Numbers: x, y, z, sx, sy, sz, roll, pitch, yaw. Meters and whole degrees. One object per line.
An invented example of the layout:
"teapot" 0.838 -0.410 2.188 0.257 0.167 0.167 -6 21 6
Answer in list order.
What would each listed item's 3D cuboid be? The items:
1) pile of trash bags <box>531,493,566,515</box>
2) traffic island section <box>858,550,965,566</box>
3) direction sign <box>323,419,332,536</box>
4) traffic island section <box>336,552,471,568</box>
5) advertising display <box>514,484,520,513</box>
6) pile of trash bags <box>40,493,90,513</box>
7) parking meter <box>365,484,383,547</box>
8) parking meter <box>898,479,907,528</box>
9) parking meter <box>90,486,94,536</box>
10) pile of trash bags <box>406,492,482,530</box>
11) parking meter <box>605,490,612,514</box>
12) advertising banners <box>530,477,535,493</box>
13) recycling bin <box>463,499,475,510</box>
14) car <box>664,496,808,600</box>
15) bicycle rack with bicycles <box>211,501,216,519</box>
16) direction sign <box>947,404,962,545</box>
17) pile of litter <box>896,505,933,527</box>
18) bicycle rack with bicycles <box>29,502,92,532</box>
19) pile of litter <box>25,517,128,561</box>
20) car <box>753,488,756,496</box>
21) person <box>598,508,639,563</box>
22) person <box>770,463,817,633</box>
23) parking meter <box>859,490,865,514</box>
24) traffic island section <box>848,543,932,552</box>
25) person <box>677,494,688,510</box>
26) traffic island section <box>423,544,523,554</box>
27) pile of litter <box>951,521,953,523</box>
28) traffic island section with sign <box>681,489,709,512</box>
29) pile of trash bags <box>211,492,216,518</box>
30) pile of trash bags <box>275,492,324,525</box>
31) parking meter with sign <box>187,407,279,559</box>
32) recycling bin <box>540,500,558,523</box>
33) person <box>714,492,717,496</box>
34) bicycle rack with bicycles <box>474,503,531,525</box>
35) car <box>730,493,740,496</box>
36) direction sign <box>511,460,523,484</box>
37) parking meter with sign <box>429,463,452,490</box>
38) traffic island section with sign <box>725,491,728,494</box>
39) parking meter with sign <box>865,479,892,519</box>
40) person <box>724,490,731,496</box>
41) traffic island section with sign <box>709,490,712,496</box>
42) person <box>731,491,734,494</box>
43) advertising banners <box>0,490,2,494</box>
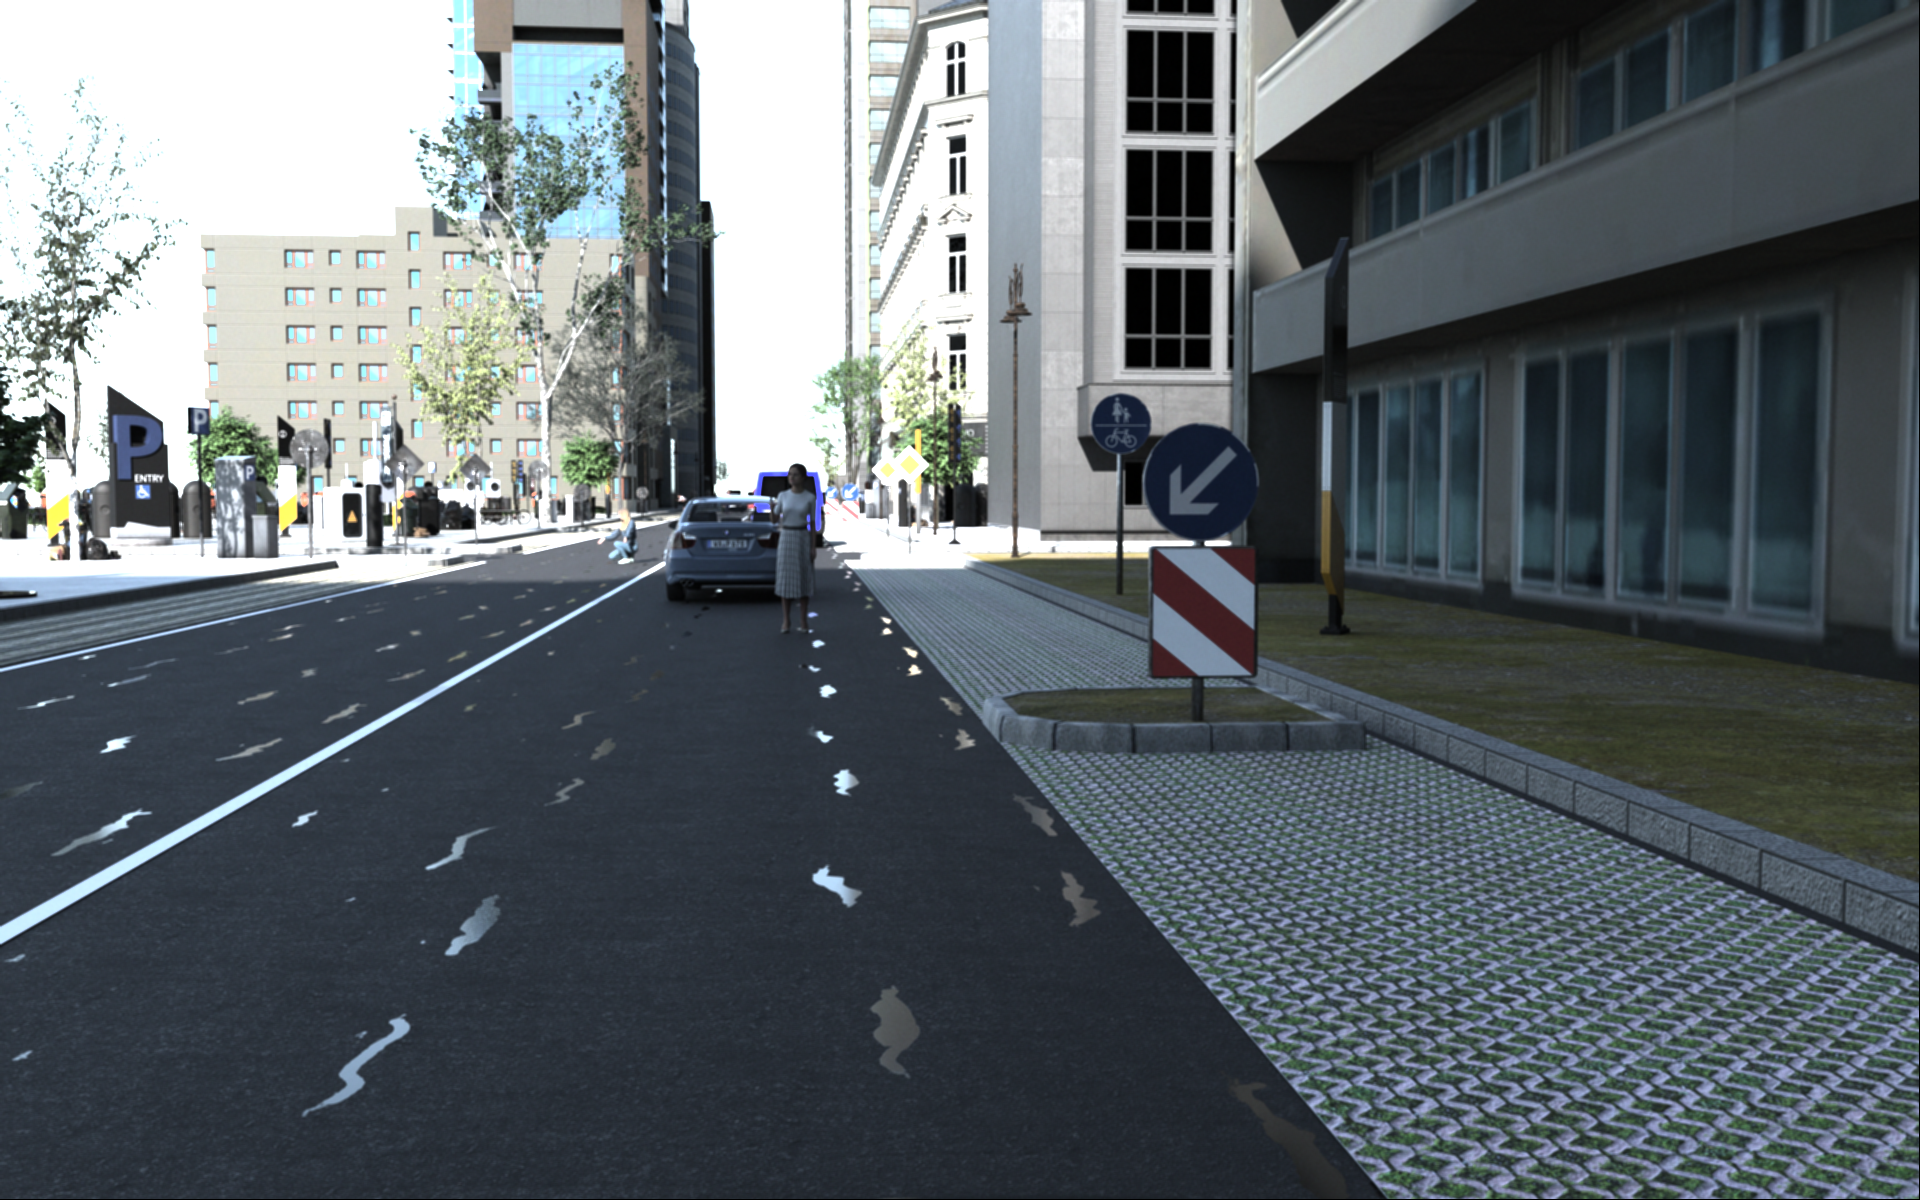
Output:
"pile of trash bags" -24.075 -5.769 104.079 3.447 1.369 1.912 -2 4 -33
"traffic island section" -1.021 -0.837 35.971 2.009 0.180 2.903 0 4 -6
"direction sign" -19.106 -3.694 52.397 0.379 3.537 0.876 -1 4 -9
"traffic island section" -11.213 -0.776 34.970 2.009 0.180 2.903 0 4 -6
"advertising display" -28.255 -6.434 110.410 0.123 1.923 0.974 0 4 0
"pile of trash bags" -51.586 -5.491 99.536 3.447 1.369 1.912 2 4 24
"parking meter" -14.169 -2.047 41.884 0.372 1.533 0.369 0 3 0
"parking meter" -2.198 -3.718 66.493 0.255 1.863 0.399 -2 4 -25
"parking meter" -26.577 -2.750 53.379 0.372 1.533 0.369 0 3 0
"pile of trash bags" -18.681 -3.171 61.601 1.912 1.369 3.447 1 4 19
"parking meter" -22.209 -6.178 109.415 0.372 1.533 0.369 0 3 0
"advertising banners" -28.169 -7.333 116.076 0.090 3.025 2.074 2 4 27
"recycling bin" -26.256 -4.895 92.580 0.722 1.027 0.722 0 4 3
"car" -3.182 -0.775 24.679 2.014 1.417 4.499 0 4 -4
"bicycle rack with bicycles" -38.614 -4.612 88.783 2.852 0.926 2.925 2 4 32
"direction sign" -0.137 -3.167 43.776 0.379 3.537 0.876 1 4 20
"pile of litter" -1.720 -3.280 67.588 1.719 0.858 1.176 -1 4 -16
"bicycle rack with bicycles" -30.472 -2.830 59.647 2.852 0.926 2.925 -1 4 -11
"pile of litter" -17.147 -1.201 33.596 1.719 0.858 1.176 0 4 -2
"car" -10.501 -5.266 94.766 2.281 1.827 5.304 0 4 -4
"person" -7.000 -1.340 35.910 0.738 1.151 1.012 -2 4 -30
"person" -1.717 -0.536 17.839 0.480 1.755 0.524 0 4 -2
"parking meter" -6.318 -6.303 111.457 0.372 1.533 0.369 0 3 0
"traffic island section" -1.809 -1.323 43.918 2.009 0.180 2.903 0 4 -6
"person" -19.500 -6.727 121.675 0.628 1.438 0.799 2 4 23
"traffic island section" -12.001 -1.262 42.916 2.009 0.180 2.903 0 4 -6
"pile of litter" 0.194 -3.629 73.292 1.176 0.858 1.719 1 4 11
"traffic island section with sign" -21.849 -8.165 142.120 1.989 1.847 2.006 0 4 -6
"pile of trash bags" -39.310 -5.188 94.576 3.447 1.369 1.912 -3 4 -36
"pile of trash bags" -27.805 -3.893 73.398 3.447 1.369 1.912 3 5 41
"parking meter with sign" -14.454 -2.342 34.549 1.738 3.016 0.543 1 4 15
"recycling bin" -18.324 -3.943 77.024 0.722 1.027 0.722 0 4 -3
"person" -26.098 -10.735 184.931 0.530 1.710 0.541 1 4 18
"bicycle rack with bicycles" -19.445 -3.569 71.739 2.925 0.926 2.852 0 4 -3
"car" -17.726 -7.653 134.904 2.009 1.686 4.222 0 4 -7
"direction sign" -29.610 -7.576 115.857 0.876 3.537 0.379 1 4 20
"parking meter with sign" -28.649 -6.127 96.442 0.543 3.016 1.738 3 4 38
"traffic island section with sign" -32.687 -14.852 251.459 1.989 1.847 2.006 0 4 -6
"parking meter with sign" -4.118 -5.676 89.057 0.543 3.016 1.738 3 5 45
"person" -16.586 -7.008 124.015 0.756 1.711 0.436 -2 4 -32
"traffic island section with sign" -24.496 -9.805 168.945 1.989 1.847 2.006 0 4 -6
"person" -26.675 -11.890 202.843 1.348 1.831 0.705 1 4 21
"advertising banners" -41.933 -4.860 75.648 0.090 3.025 2.074 -2 4 -25
